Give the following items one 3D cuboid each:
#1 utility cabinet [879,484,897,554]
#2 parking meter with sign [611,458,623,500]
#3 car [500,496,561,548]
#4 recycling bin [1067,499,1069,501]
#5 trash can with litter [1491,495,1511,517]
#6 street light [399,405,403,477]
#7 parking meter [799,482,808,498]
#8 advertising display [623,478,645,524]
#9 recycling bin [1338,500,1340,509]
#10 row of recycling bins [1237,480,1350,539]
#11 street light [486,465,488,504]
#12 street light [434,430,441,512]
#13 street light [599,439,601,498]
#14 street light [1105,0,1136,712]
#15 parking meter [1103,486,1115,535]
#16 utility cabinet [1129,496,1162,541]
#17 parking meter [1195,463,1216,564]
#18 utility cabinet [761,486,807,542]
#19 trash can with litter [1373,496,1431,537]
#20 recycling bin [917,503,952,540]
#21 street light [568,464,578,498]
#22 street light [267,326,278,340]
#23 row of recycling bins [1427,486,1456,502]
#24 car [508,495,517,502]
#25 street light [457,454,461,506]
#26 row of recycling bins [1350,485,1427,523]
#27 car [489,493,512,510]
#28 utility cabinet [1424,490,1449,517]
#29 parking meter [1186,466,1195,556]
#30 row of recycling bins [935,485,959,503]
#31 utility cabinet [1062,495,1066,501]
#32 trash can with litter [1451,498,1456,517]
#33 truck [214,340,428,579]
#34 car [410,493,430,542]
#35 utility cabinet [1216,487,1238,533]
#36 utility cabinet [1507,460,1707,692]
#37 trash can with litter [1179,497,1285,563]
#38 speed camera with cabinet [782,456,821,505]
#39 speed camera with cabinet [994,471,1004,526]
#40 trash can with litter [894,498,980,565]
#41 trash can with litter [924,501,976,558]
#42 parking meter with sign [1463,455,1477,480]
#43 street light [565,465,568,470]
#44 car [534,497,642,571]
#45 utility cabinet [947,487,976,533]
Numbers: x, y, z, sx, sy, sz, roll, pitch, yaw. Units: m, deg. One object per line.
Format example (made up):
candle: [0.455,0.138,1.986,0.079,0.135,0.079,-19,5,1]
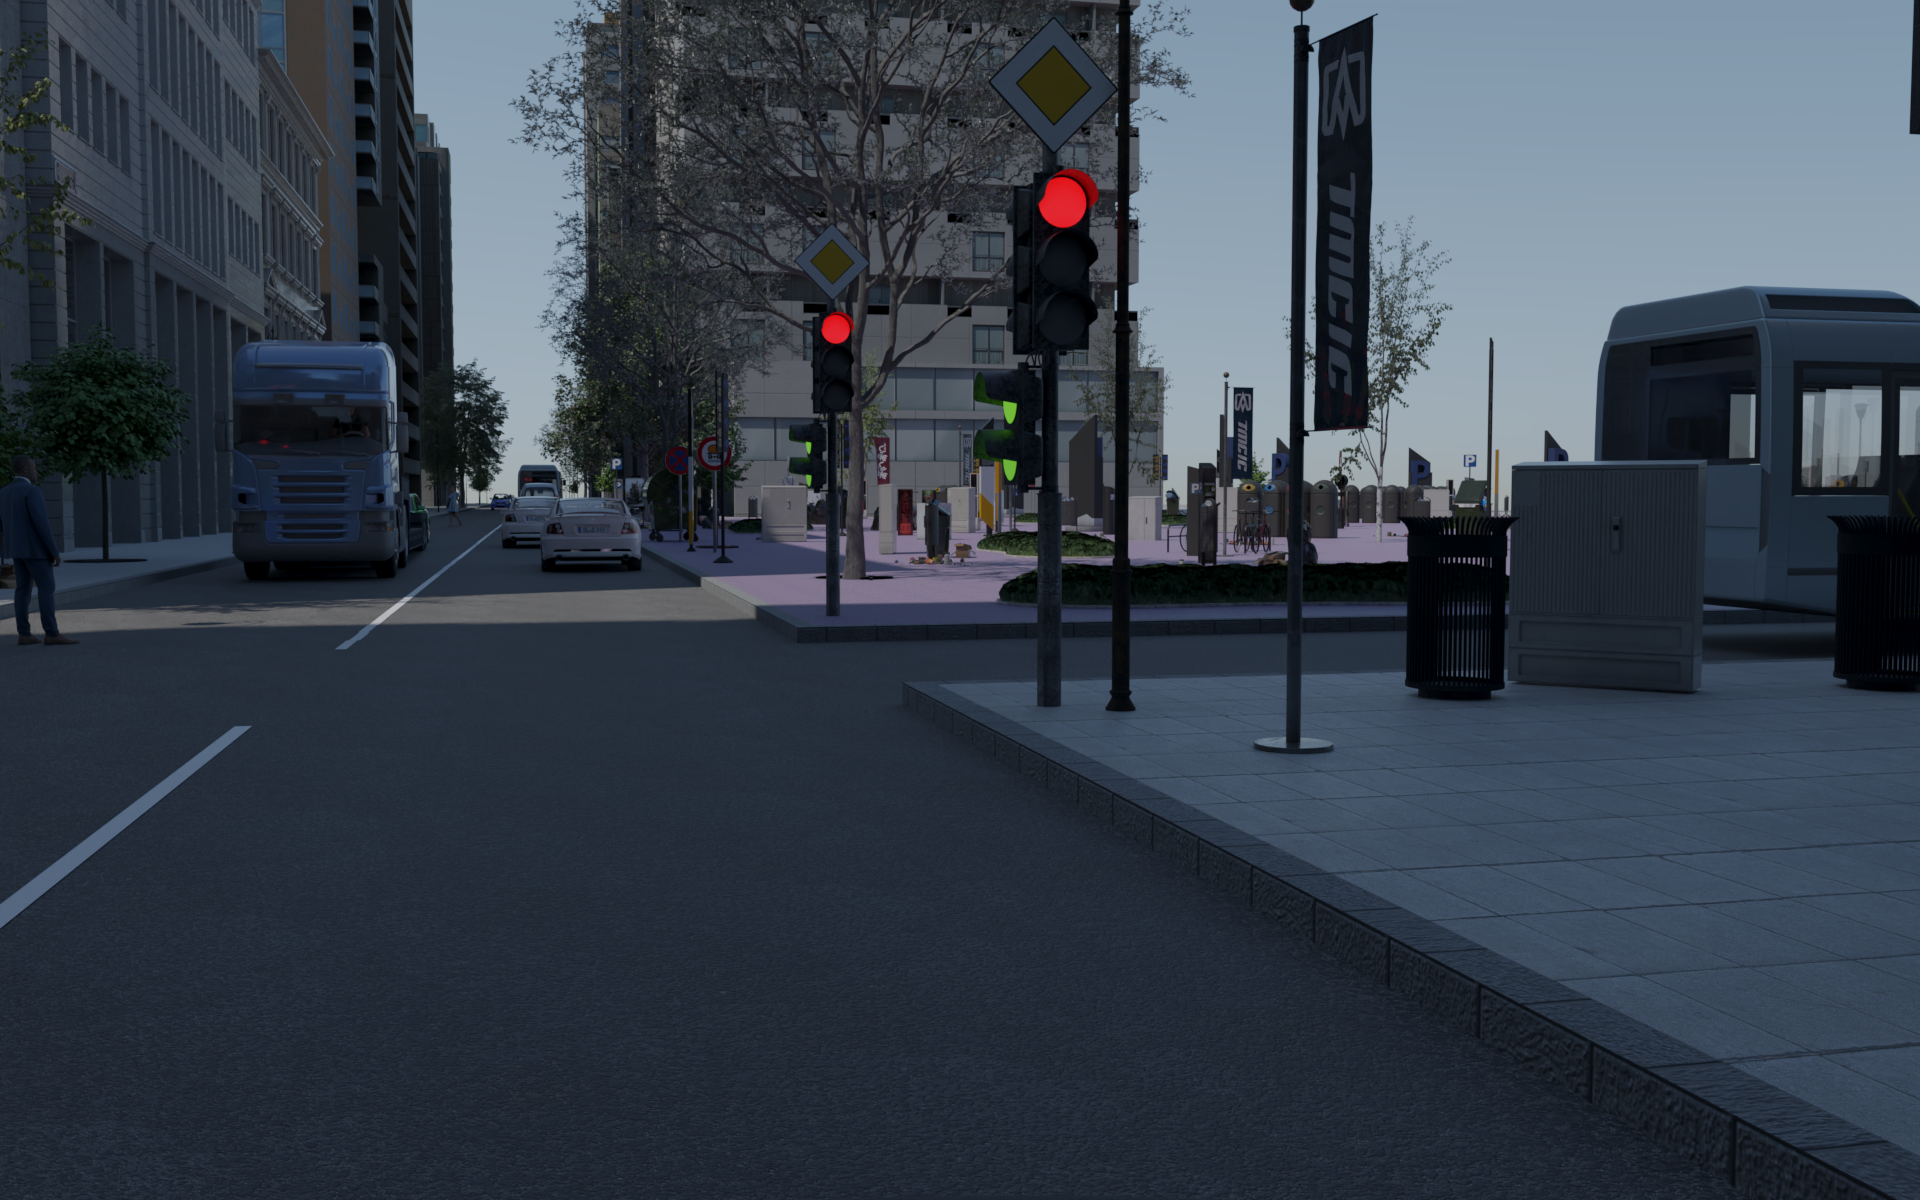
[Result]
utility cabinet: [-1.561,-1.747,37.248,0.318,1.500,1.173,0,4,2]
parking meter with sign: [-16.721,-5.437,85.148,0.543,3.016,1.738,0,4,-1]
car: [-11.535,-2.145,47.428,2.083,1.381,4.827,-1,4,-12]
recycling bin: [5.390,-4.508,86.261,0.722,1.027,0.722,-3,4,-39]
trash can with litter: [30.711,-5.286,97.475,1.678,1.210,2.233,0,4,8]
street light: [-29.168,-7.196,90.436,0.468,5.910,1.993,-1,4,-14]
parking meter: [-7.836,-4.950,86.649,0.399,1.863,0.255,1,4,12]
advertising display: [-12.752,-3.827,67.788,0.123,1.923,0.974,3,5,42]
recycling bin: [17.016,-4.086,79.364,0.722,1.027,0.722,-2,4,-34]
row of recycling bins: [9.676,-2.699,51.244,1.069,1.692,3.534,-3,5,-42]
street light: [-64.333,-16.061,235.378,0.468,5.910,1.993,-1,4,-14]
street light: [-37.012,-9.172,122.756,0.468,5.910,1.993,-1,4,-14]
street light: [-21.168,-7.887,101.746,0.468,5.910,1.993,-1,4,-14]
street light: [0.954,-2.283,10.115,0.468,5.910,1.993,-1,4,-14]
parking meter: [4.685,-2.820,54.523,0.372,1.533,0.369,0,3,0]
utility cabinet: [5.122,-2.259,48.093,0.306,1.237,1.020,-3,5,-43]
parking meter: [4.572,-1.611,32.043,0.255,1.863,0.399,0,4,-6]
utility cabinet: [-4.694,-2.298,46.248,1.173,1.500,0.318,-1,4,-13]
trash can with litter: [13.592,-2.516,52.189,2.233,1.210,1.678,3,4,38]
recycling bin: [-0.723,-2.209,48.663,0.722,1.027,0.722,3,5,43]
street light: [-40.751,-12.841,182.744,0.468,5.910,1.993,-1,4,-14]
street light: [-18.892,-4.586,47.774,0.468,5.910,1.993,-1,4,-14]
row of recycling bins: [24.306,-4.979,88.523,1.069,1.692,3.534,3,5,43]
car: [-60.347,-13.416,231.711,2.083,1.381,4.827,-1,4,-12]
street light: [-44.711,-11.112,154.473,0.468,5.910,1.993,-1,4,-14]
row of recycling bins: [18.627,-4.238,76.400,3.534,1.692,1.069,1,4,18]
car: [-40.550,-8.772,153.007,1.945,1.707,3.694,-1,4,-14]
utility cabinet: [23.271,-4.644,84.613,1.173,1.500,0.318,1,4,20]
parking meter: [4.907,-1.842,35.834,0.399,1.863,0.255,1,4,20]
row of recycling bins: [-0.490,-4.499,80.667,1.069,1.692,3.534,-1,4,-10]
utility cabinet: [4.720,-4.417,83.373,0.306,1.237,1.020,2,4,35]
trash can with litter: [20.009,-3.507,68.734,0.624,1.170,1.055,-3,5,-42]
truck: [-12.698,-2.836,36.132,2.967,4.110,18.799,-1,4,-15]
car: [-16.327,-2.508,49.802,1.959,1.807,4.718,-1,4,-12]
utility cabinet: [8.598,-2.964,57.137,1.173,1.500,0.318,1,4,21]
utility cabinet: [4.265,-0.170,11.458,1.173,1.500,0.318,2,4,33]
trash can with litter: [4.023,-1.014,27.638,1.678,1.210,2.233,-1,4,-13]
speed camera with cabinet: [-8.294,-5.905,90.887,2.038,3.252,0.660,0,4,-4]
speed camera with cabinet: [1.364,-4.587,69.330,0.660,3.252,2.038,0,4,7]
trash can with litter: [-0.375,-1.296,32.248,1.678,1.210,2.233,0,4,6]
trash can with litter: [-0.204,-1.440,34.929,1.055,1.170,0.624,1,4,10]
parking meter with sign: [22.760,-4.955,77.268,0.543,3.016,1.738,1,4,18]
street light: [-48.393,-14.782,214.475,0.468,5.910,1.993,-1,4,-14]
car: [-7.189,-1.300,33.614,2.083,1.381,4.827,-1,4,-13]
utility cabinet: [0.039,-2.963,57.120,0.318,1.500,1.173,-3,4,-36]
